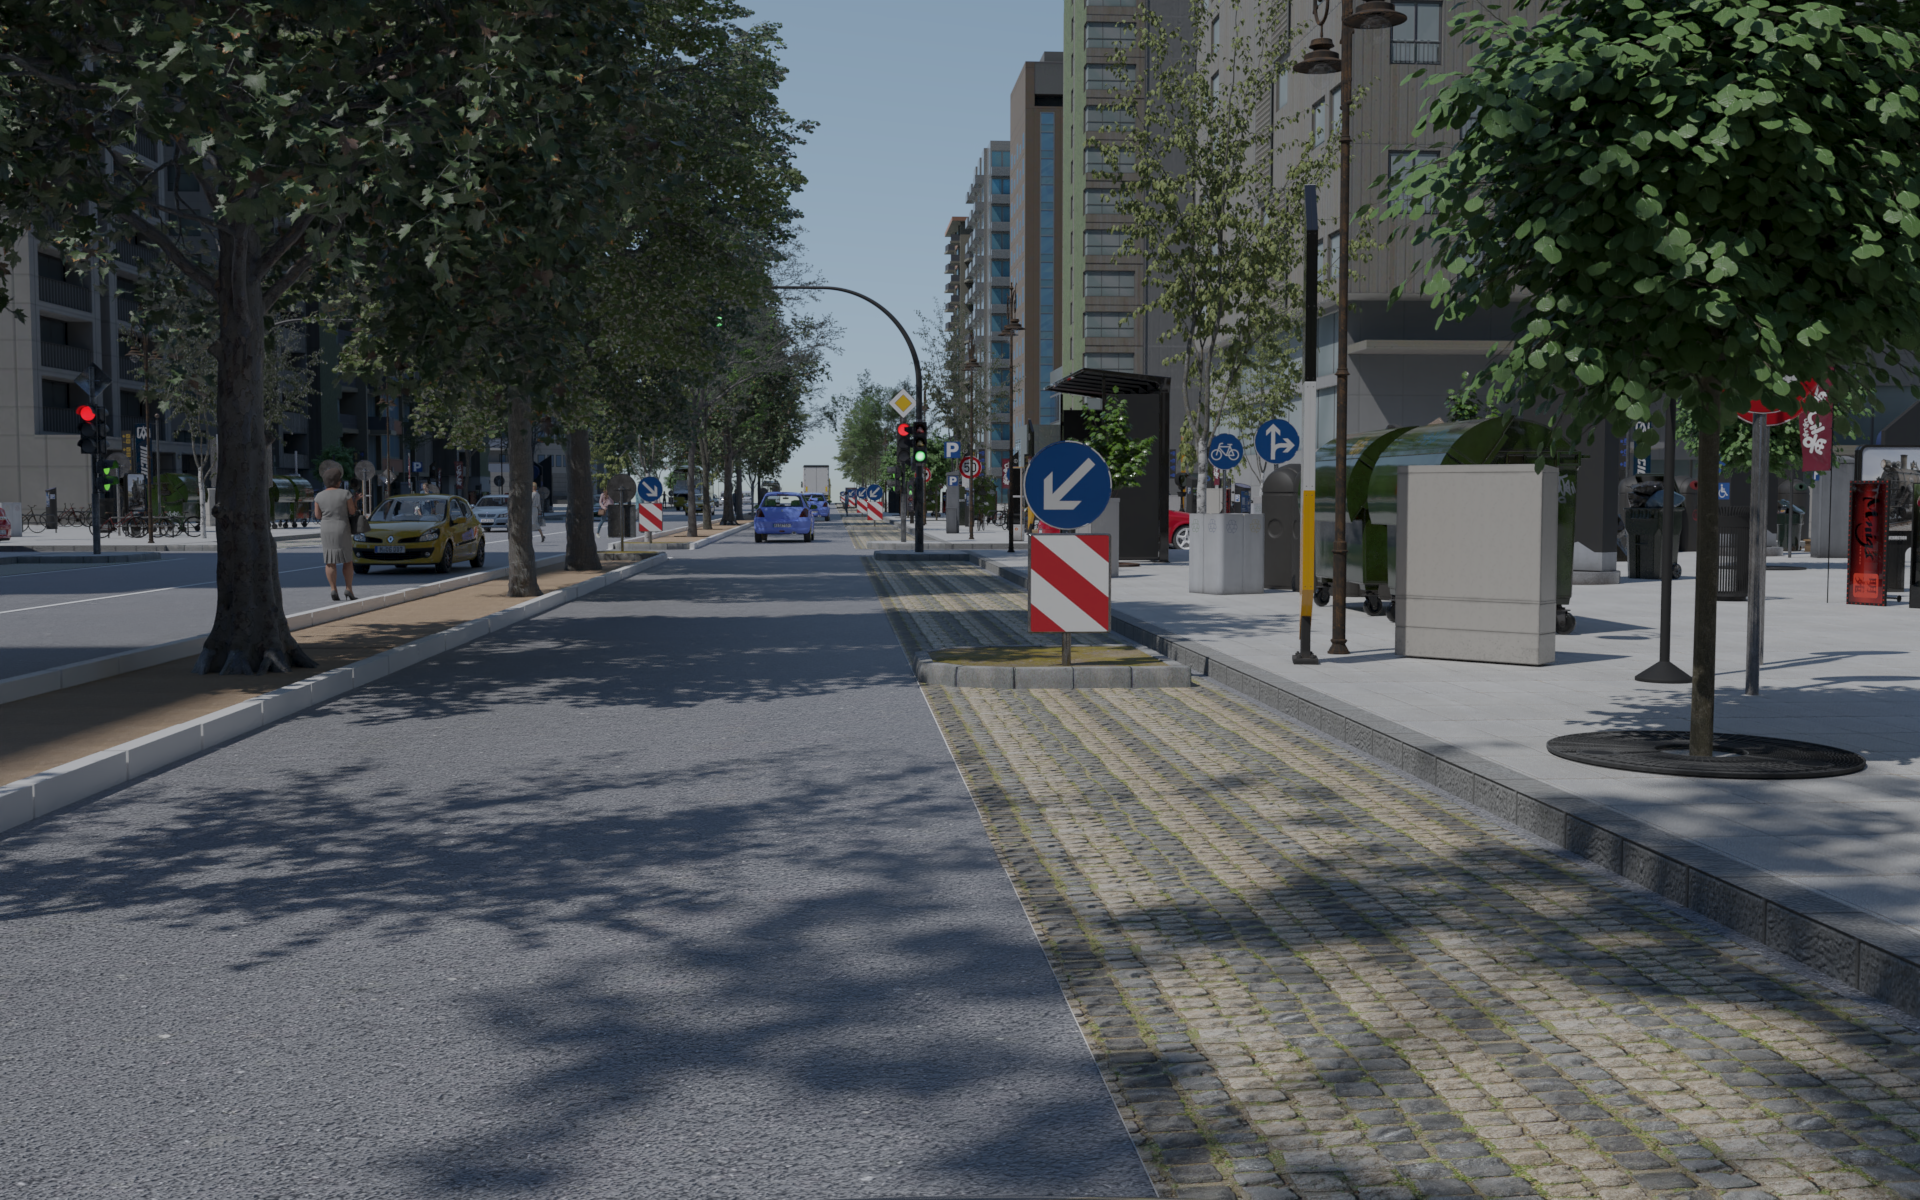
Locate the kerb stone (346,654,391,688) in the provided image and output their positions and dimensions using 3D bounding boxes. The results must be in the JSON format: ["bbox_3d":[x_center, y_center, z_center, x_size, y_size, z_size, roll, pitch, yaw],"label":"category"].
[{"bbox_3d":[-4.567,0.551,13.268,0.120,0.150,1.000,0,4,-4],"label":"kerb stone"}]

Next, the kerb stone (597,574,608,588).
[{"bbox_3d":[-5.570,-0.267,26.577,0.120,0.150,1.000,0,4,-4],"label":"kerb stone"}]

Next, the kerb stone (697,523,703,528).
[{"bbox_3d":[-11.386,-3.290,76.003,0.120,0.150,1.000,0,4,-4],"label":"kerb stone"}]

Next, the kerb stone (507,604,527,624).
[{"bbox_3d":[-5.031,0.176,19.411,0.120,0.150,1.000,0,4,-4],"label":"kerb stone"}]

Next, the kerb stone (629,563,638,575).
[{"bbox_3d":[-5.872,-0.518,30.667,0.120,0.150,1.000,0,4,-4],"label":"kerb stone"}]

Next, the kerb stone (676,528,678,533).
[{"bbox_3d":[-10.387,-2.477,62.691,0.120,0.150,1.000,0,4,-4],"label":"kerb stone"}]

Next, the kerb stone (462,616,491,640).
[{"bbox_3d":[-4.886,0.296,17.356,0.120,0.150,1.000,0,4,-4],"label":"kerb stone"}]

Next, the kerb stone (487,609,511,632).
[{"bbox_3d":[-4.951,0.236,18.392,0.120,0.150,1.000,0,4,-4],"label":"kerb stone"}]

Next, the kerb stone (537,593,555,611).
[{"bbox_3d":[-5.186,0.045,21.462,0.120,0.150,1.000,0,4,-4],"label":"kerb stone"}]

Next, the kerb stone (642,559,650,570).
[{"bbox_3d":[-6.020,-0.640,32.707,0.120,0.150,1.000,0,4,-4],"label":"kerb stone"}]

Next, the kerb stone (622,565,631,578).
[{"bbox_3d":[-5.793,-0.455,29.641,0.120,0.150,1.000,0,4,-4],"label":"kerb stone"}]

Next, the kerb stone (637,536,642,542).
[{"bbox_3d":[-9.464,-1.725,50.437,0.120,0.150,1.000,0,4,-4],"label":"kerb stone"}]

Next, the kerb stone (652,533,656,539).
[{"bbox_3d":[-9.774,-1.974,54.520,0.120,0.150,1.000,0,4,-4],"label":"kerb stone"}]

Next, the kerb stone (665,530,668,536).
[{"bbox_3d":[-10.081,-2.227,58.607,0.120,0.150,1.000,0,4,-4],"label":"kerb stone"}]

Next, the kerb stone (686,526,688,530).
[{"bbox_3d":[-10.697,-2.727,66.774,0.120,0.150,1.000,0,4,-4],"label":"kerb stone"}]

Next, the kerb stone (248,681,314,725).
[{"bbox_3d":[-4.414,0.671,11.221,0.120,0.150,1.000,0,4,-4],"label":"kerb stone"}]

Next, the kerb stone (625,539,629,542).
[{"bbox_3d":[-9.231,-1.539,47.366,0.120,0.150,1.000,0,4,-4],"label":"kerb stone"}]

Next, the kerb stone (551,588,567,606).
[{"bbox_3d":[-5.269,-0.018,22.487,0.120,0.150,1.000,0,4,-4],"label":"kerb stone"}]

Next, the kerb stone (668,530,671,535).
[{"bbox_3d":[-10.156,-2.289,59.626,0.120,0.150,1.000,0,4,-4],"label":"kerb stone"}]

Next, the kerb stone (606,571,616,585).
[{"bbox_3d":[-5.639,-0.328,27.597,0.120,0.150,1.000,0,4,-4],"label":"kerb stone"}]

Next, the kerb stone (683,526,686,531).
[{"bbox_3d":[-10.619,-2.664,65.755,0.120,0.150,1.000,0,4,-4],"label":"kerb stone"}]

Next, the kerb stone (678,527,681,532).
[{"bbox_3d":[-10.456,-2.539,63.711,0.120,0.150,1.000,0,4,-4],"label":"kerb stone"}]

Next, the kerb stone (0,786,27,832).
[{"bbox_3d":[-4.107,0.922,7.128,0.120,0.150,1.000,0,4,-4],"label":"kerb stone"}]

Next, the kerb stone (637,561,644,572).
[{"bbox_3d":[-5.947,-0.576,31.687,0.120,0.150,1.000,0,4,-4],"label":"kerb stone"}]

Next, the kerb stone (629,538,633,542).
[{"bbox_3d":[-9.319,-1.602,48.387,0.120,0.150,1.000,0,4,-4],"label":"kerb stone"}]

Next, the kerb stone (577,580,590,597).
[{"bbox_3d":[-5.405,-0.143,24.530,0.120,0.150,1.000,0,4,-4],"label":"kerb stone"}]

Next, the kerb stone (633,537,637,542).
[{"bbox_3d":[-9.393,-1.658,49.418,0.120,0.150,1.000,0,4,-4],"label":"kerb stone"}]

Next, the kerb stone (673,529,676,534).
[{"bbox_3d":[-10.312,-2.408,61.673,0.120,0.150,1.000,0,4,-4],"label":"kerb stone"}]

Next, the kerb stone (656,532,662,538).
[{"bbox_3d":[-9.935,-2.102,56.562,0.120,0.150,1.000,0,4,-4],"label":"kerb stone"}]

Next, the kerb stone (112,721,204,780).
[{"bbox_3d":[-4.261,0.797,9.170,0.120,0.150,1.000,0,4,-4],"label":"kerb stone"}]

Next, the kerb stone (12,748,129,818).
[{"bbox_3d":[-4.186,0.859,8.147,0.120,0.150,1.000,0,4,-4],"label":"kerb stone"}]

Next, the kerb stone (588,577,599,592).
[{"bbox_3d":[-5.492,-0.203,25.555,0.120,0.150,1.000,0,4,-4],"label":"kerb stone"}]

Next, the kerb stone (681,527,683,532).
[{"bbox_3d":[-10.541,-2.601,64.729,0.120,0.150,1.000,0,4,-4],"label":"kerb stone"}]

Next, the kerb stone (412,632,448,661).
[{"bbox_3d":[-4.726,0.421,15.312,0.120,0.150,1.000,0,4,-4],"label":"kerb stone"}]

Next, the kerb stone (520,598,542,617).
[{"bbox_3d":[-5.106,0.109,20.431,0.120,0.150,1.000,0,4,-4],"label":"kerb stone"}]

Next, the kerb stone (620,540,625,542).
[{"bbox_3d":[-9.158,-1.477,46.347,0.120,0.150,1.000,0,4,-4],"label":"kerb stone"}]

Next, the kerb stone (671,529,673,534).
[{"bbox_3d":[-10.231,-2.352,60.653,0.120,0.150,1.000,0,4,-4],"label":"kerb stone"}]

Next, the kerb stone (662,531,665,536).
[{"bbox_3d":[-10.002,-2.162,57.583,0.120,0.150,1.000,0,4,-4],"label":"kerb stone"}]

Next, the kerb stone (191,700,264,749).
[{"bbox_3d":[-4.337,0.738,10.197,0.120,0.150,1.000,0,4,-4],"label":"kerb stone"}]

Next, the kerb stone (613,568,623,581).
[{"bbox_3d":[-5.727,-0.393,28.621,0.120,0.150,1.000,0,4,-4],"label":"kerb stone"}]

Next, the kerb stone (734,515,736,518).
[{"bbox_3d":[-13.690,-5.167,106.700,0.120,0.150,1.000,0,4,-4],"label":"kerb stone"}]

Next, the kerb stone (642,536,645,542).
[{"bbox_3d":[-9.537,-1.788,51.459,0.120,0.150,1.000,0,4,-4],"label":"kerb stone"}]

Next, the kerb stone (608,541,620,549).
[{"bbox_3d":[-9.084,-1.415,45.327,0.120,0.150,1.000,0,4,-4],"label":"kerb stone"}]

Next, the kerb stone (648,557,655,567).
[{"bbox_3d":[-6.111,-0.706,33.736,0.120,0.150,1.000,0,4,-4],"label":"kerb stone"}]

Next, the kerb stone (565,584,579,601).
[{"bbox_3d":[-5.339,-0.080,23.509,0.120,0.150,1.000,0,4,-4],"label":"kerb stone"}]

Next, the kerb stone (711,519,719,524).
[{"bbox_3d":[-12.083,-3.852,85.221,0.120,0.150,1.000,0,4,-4],"label":"kerb stone"}]

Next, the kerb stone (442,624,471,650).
[{"bbox_3d":[-4.799,0.363,16.337,0.120,0.150,1.000,0,4,-4],"label":"kerb stone"}]

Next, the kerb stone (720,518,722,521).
[{"bbox_3d":[-12.232,-3.979,87.259,0.120,0.150,1.000,0,4,-4],"label":"kerb stone"}]

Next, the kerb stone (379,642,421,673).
[{"bbox_3d":[-4.644,0.485,14.287,0.120,0.150,1.000,0,4,-4],"label":"kerb stone"}]

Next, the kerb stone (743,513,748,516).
[{"bbox_3d":[-14.528,-5.857,117.950,0.120,0.150,1.000,0,4,-4],"label":"kerb stone"}]

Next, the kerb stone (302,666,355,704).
[{"bbox_3d":[-4.493,0.609,12.241,0.120,0.150,1.000,0,4,-4],"label":"kerb stone"}]

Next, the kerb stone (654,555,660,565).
[{"bbox_3d":[-6.180,-0.769,34.767,0.120,0.150,1.000,0,4,-4],"label":"kerb stone"}]
